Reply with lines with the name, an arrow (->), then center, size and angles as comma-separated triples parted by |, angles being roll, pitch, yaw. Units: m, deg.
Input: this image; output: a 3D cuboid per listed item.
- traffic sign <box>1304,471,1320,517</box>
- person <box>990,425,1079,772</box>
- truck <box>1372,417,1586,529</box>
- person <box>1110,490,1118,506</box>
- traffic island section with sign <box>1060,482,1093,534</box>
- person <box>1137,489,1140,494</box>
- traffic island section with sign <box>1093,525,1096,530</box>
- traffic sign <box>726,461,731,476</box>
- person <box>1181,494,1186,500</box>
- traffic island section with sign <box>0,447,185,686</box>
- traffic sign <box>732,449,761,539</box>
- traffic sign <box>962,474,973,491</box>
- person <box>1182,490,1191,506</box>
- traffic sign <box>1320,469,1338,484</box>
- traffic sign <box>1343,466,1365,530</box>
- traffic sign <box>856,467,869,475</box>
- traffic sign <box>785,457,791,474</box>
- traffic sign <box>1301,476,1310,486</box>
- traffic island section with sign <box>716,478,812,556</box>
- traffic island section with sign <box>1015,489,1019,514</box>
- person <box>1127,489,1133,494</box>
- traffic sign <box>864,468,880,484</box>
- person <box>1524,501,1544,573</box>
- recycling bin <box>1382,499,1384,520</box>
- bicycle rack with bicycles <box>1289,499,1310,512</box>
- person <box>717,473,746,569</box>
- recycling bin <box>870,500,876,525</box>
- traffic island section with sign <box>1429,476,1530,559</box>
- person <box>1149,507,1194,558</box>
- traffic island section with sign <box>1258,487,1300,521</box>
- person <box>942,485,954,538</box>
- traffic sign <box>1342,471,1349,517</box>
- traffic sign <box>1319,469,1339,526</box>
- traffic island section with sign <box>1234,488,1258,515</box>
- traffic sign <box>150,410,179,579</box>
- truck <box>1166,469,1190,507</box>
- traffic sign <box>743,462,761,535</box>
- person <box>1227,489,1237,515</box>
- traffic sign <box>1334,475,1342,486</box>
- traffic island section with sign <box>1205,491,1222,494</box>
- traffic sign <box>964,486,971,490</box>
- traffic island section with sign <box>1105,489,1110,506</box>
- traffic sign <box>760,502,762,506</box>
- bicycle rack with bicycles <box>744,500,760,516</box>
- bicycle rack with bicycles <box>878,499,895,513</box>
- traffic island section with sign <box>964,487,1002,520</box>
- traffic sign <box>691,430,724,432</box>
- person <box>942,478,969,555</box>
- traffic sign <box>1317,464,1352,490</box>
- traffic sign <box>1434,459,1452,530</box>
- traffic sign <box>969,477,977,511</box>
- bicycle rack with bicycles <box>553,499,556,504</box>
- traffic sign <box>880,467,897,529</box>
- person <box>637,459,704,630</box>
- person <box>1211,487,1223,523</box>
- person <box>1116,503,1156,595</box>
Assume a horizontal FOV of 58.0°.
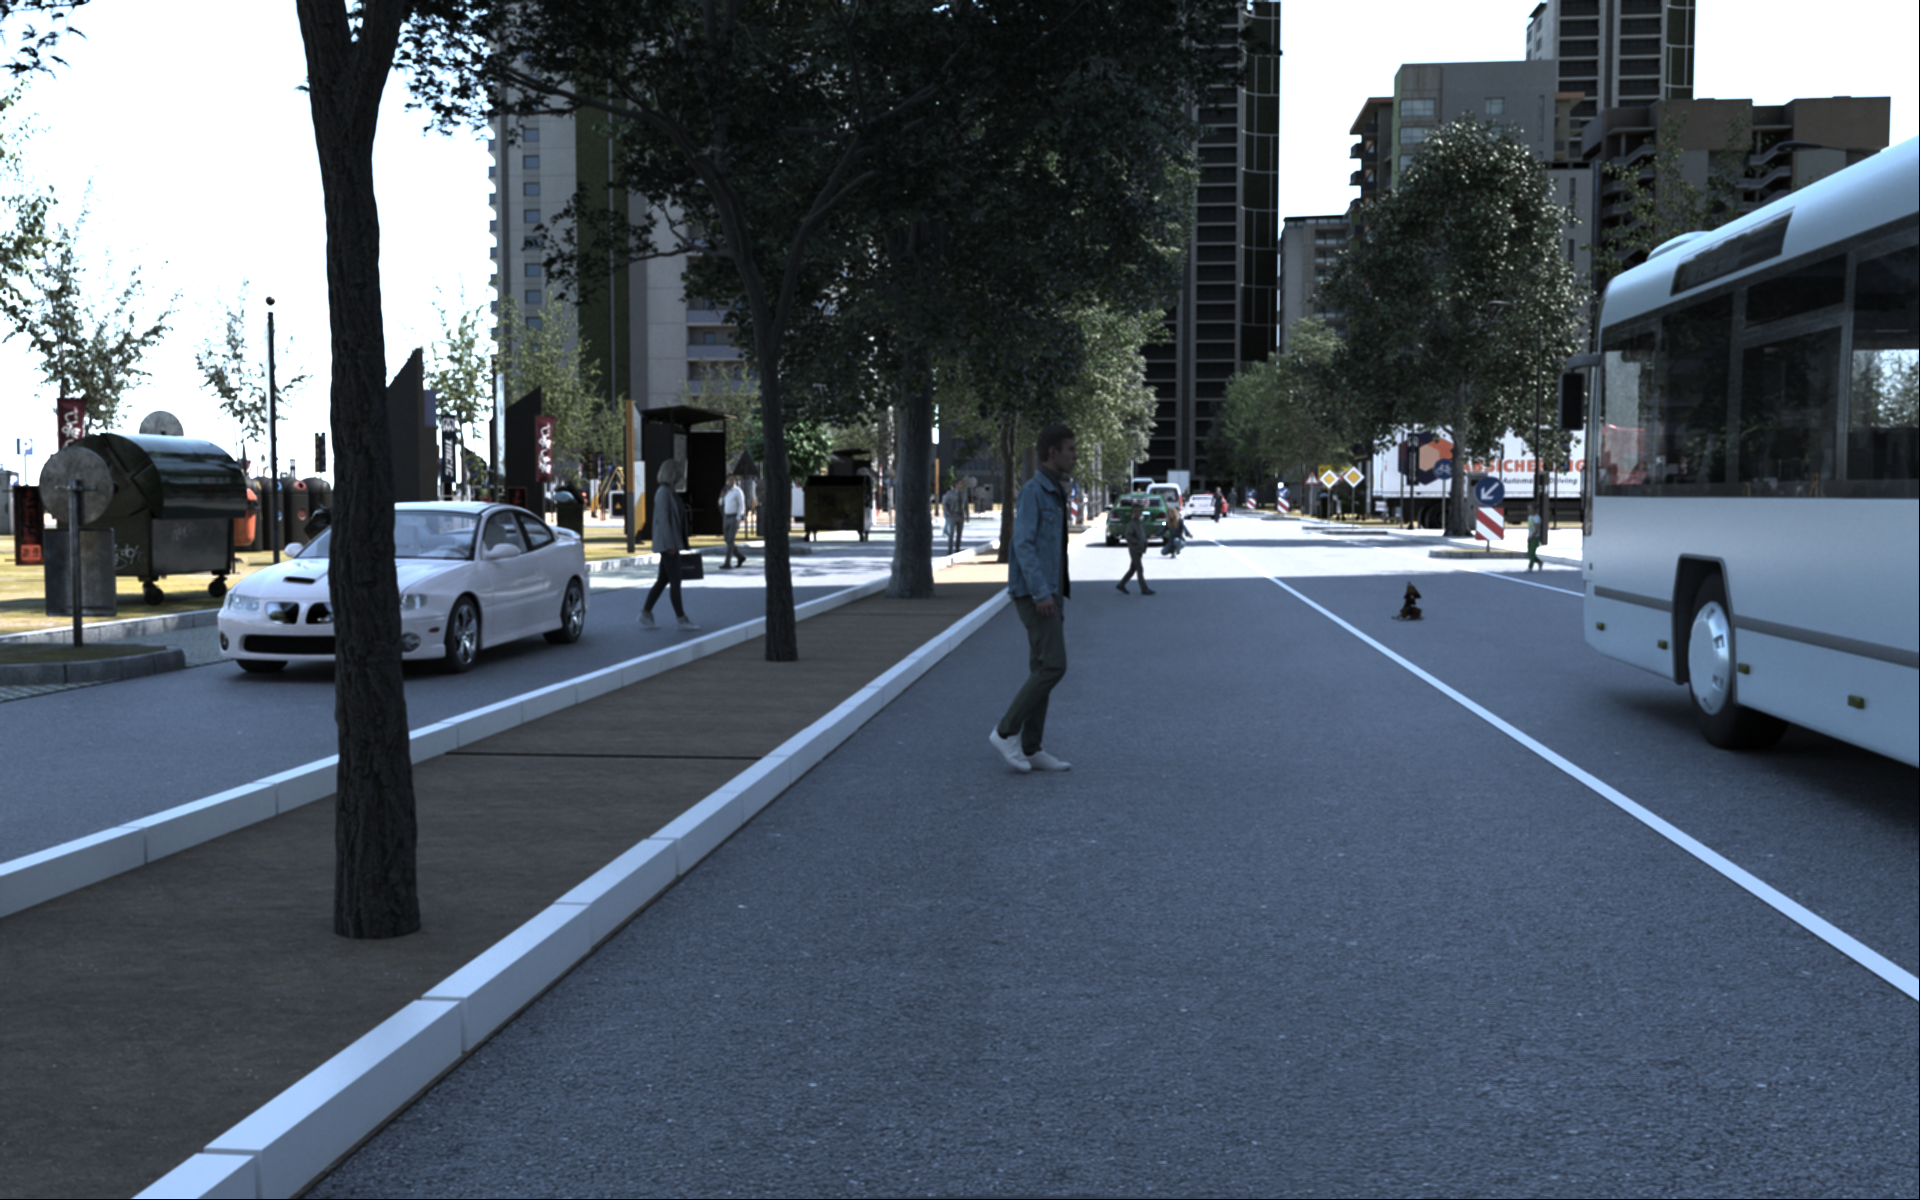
traffic sign -> 19.379, -5.833, 95.370 | 0.884, 2.594, 0.081 | 1, 4, 12
person -> 0.388, -0.004, 8.914 | 0.444, 1.785, 0.601 | 1, 4, 22
truck -> 21.250, -4.627, 64.568 | 11.283, 4.237, 2.839 | 0, 4, 5
person -> 14.780, -9.693, 166.607 | 1.348, 1.869, 0.705 | -2, 4, -34
traffic island section with sign -> 3.732, -3.362, 63.113 | 2.006, 1.907, 1.989 | 0, 4, 6
person -> 10.436, -5.545, 99.838 | 0.731, 1.740, 0.598 | 0, 4, -6
traffic island section with sign -> 4.506, -3.813, 70.480 | 2.006, 1.907, 1.989 | 0, 4, 6
traffic sign -> -8.769, -3.873, 63.437 | 0.768, 2.556, 0.104 | 1, 4, 11
person -> 19.052, -8.406, 149.158 | 0.991, 1.433, 0.599 | 0, 4, -5
traffic island section with sign -> -7.390, -0.317, 13.803 | 1.989, 1.847, 2.006 | 0, 4, 6
traffic sign -> -6.126, -3.033, 49.596 | 0.884, 2.594, 0.081 | 1, 4, 13
traffic sign -> 0.421, -6.844, 111.906 | 0.884, 2.594, 0.081 | 0, 4, 7
person -> 21.227, -9.433, 162.732 | 1.348, 1.823, 0.705 | 1, 4, 11
traffic sign -> 19.169, -5.507, 90.042 | 0.884, 2.594, 0.081 | 1, 4, 14
traffic sign -> 14.015, -3.553, 61.732 | 0.795, 2.450, 0.064 | 0, 4, 6
traffic sign -> -4.591, -5.033, 82.396 | 0.768, 2.556, 0.104 | 1, 4, 13
traffic sign -> -5.729, -3.338, 54.675 | 0.768, 2.556, 0.104 | 0, 4, 8
traffic sign -> 23.802, -7.266, 118.904 | 0.768, 2.556, 0.104 | 1, 4, 8
traffic island section with sign -> -4.580, -1.979, 40.980 | 1.989, 1.847, 2.006 | 0, 4, 6
traffic island section with sign -> 3.914, -6.978, 122.721 | 1.989, 1.847, 2.006 | 0, 4, 6
person -> 12.903, -7.452, 130.439 | 0.767, 1.812, 0.694 | -3, 4, -38
traffic sign -> -3.887, -4.544, 75.487 | 0.795, 2.450, 0.064 | 1, 4, 12
person -> 10.526, -1.160, 31.718 | 0.590, 1.304, 0.306 | -2, 4, -35
recycling bin -> 21.071, -4.395, 84.406 | 0.722, 1.027, 0.722 | -2, 4, -27
bicycle rack with bicycles -> 27.459, -7.711, 139.456 | 2.925, 0.926, 2.852 | 0, 4, -4
person -> -4.407, -1.511, 33.310 | 0.679, 1.850, 0.850 | 2, 4, 34
recycling bin -> -3.888, -3.615, 71.663 | 0.722, 1.027, 0.722 | 0, 4, 6
traffic island section with sign -> 11.702, -1.866, 39.145 | 1.989, 1.847, 2.006 | 0, 4, 6
person -> 4.834, -1.514, 38.745 | 1.012, 1.151, 0.738 | 3, 4, 36
traffic island section with sign -> 17.412, -5.235, 94.217 | 1.989, 1.847, 2.006 | 0, 4, 6
person -> -0.410, -2.912, 56.952 | 0.643, 1.720, 0.563 | -2, 4, -33
traffic sign -> 21.642, -5.895, 96.483 | 0.768, 2.556, 0.104 | 1, 4, 16
traffic sign -> 14.839, -4.039, 69.675 | 0.795, 2.450, 0.064 | 0, 4, 6
traffic island section with sign -> 20.200, -6.875, 121.028 | 1.989, 1.847, 2.006 | 0, 4, 6
traffic sign -> -12.085, -1.596, 26.206 | 0.768, 2.556, 0.104 | 1, 4, 9
truck -> 24.868, -12.747, 197.328 | 2.839, 4.237, 11.283 | 0, 4, 7
traffic sign -> -6.538, -3.200, 54.454 | 0.606, 2.300, 0.079 | 1, 4, 10
person -> 18.190, -6.556, 115.863 | 0.661, 1.801, 0.590 | 0, 4, 0
traffic sign -> 25.141, -7.059, 115.526 | 0.768, 2.556, 0.104 | 0, 4, 7
traffic island section with sign -> 25.428, -9.958, 171.443 | 1.989, 1.847, 2.006 | 0, 4, 6
traffic sign -> 0.358, -7.691, 125.754 | 0.884, 2.594, 0.081 | 1, 4, 15
traffic island section with sign -> 12.255, -8.384, 145.219 | 2.006, 1.907, 1.989 | 0, 4, 6
traffic sign -> -8.306, -4.408, 72.180 | 0.768, 2.556, 0.104 | 1, 4, 12
bicycle rack with bicycles -> -12.836, -5.304, 100.101 | 2.925, 0.926, 2.852 | -1, 4, -15
bicycle rack with bicycles -> -5.514, -6.247, 115.524 | 2.852, 0.926, 2.925 | 3, 4, 37
traffic island section with sign -> 1.123, -5.338, 95.911 | 1.989, 1.847, 2.006 | 0, 4, 6
traffic sign -> -8.595, -3.751, 55.204 | 2.265, 3.308, 0.079 | 1, 4, 10
person -> -0.082, -1.992, 41.173 | 0.635, 1.810, 0.391 | -2, 4, -31
traffic sign -> 25.071, -7.464, 115.904 | 2.265, 3.308, 0.079 | 1, 4, 9
traffic sign -> 17.367, -3.795, 62.147 | 0.768, 2.556, 0.104 | 0, 4, 7
traffic sign -> 0.914, -7.907, 129.386 | 0.768, 2.556, 0.104 | 0, 4, 7
bicycle rack with bicycles -> -30.079, -7.055, 128.724 | 2.925, 0.926, 2.852 | 1, 4, 20
traffic sign -> -2.539, -3.659, 63.464 | 0.795, 2.450, 0.064 | 0, 4, 6
person -> -3.074, -0.593, 18.372 | 0.728, 1.800, 0.709 | 0, 4, 8
person -> 12.807, -4.739, 86.399 | 0.534, 1.772, 0.576 | 3, 5, 42
person -> 2.520, -0.730, 24.703 | 0.640, 1.303, 0.475 | 2, 4, 25
